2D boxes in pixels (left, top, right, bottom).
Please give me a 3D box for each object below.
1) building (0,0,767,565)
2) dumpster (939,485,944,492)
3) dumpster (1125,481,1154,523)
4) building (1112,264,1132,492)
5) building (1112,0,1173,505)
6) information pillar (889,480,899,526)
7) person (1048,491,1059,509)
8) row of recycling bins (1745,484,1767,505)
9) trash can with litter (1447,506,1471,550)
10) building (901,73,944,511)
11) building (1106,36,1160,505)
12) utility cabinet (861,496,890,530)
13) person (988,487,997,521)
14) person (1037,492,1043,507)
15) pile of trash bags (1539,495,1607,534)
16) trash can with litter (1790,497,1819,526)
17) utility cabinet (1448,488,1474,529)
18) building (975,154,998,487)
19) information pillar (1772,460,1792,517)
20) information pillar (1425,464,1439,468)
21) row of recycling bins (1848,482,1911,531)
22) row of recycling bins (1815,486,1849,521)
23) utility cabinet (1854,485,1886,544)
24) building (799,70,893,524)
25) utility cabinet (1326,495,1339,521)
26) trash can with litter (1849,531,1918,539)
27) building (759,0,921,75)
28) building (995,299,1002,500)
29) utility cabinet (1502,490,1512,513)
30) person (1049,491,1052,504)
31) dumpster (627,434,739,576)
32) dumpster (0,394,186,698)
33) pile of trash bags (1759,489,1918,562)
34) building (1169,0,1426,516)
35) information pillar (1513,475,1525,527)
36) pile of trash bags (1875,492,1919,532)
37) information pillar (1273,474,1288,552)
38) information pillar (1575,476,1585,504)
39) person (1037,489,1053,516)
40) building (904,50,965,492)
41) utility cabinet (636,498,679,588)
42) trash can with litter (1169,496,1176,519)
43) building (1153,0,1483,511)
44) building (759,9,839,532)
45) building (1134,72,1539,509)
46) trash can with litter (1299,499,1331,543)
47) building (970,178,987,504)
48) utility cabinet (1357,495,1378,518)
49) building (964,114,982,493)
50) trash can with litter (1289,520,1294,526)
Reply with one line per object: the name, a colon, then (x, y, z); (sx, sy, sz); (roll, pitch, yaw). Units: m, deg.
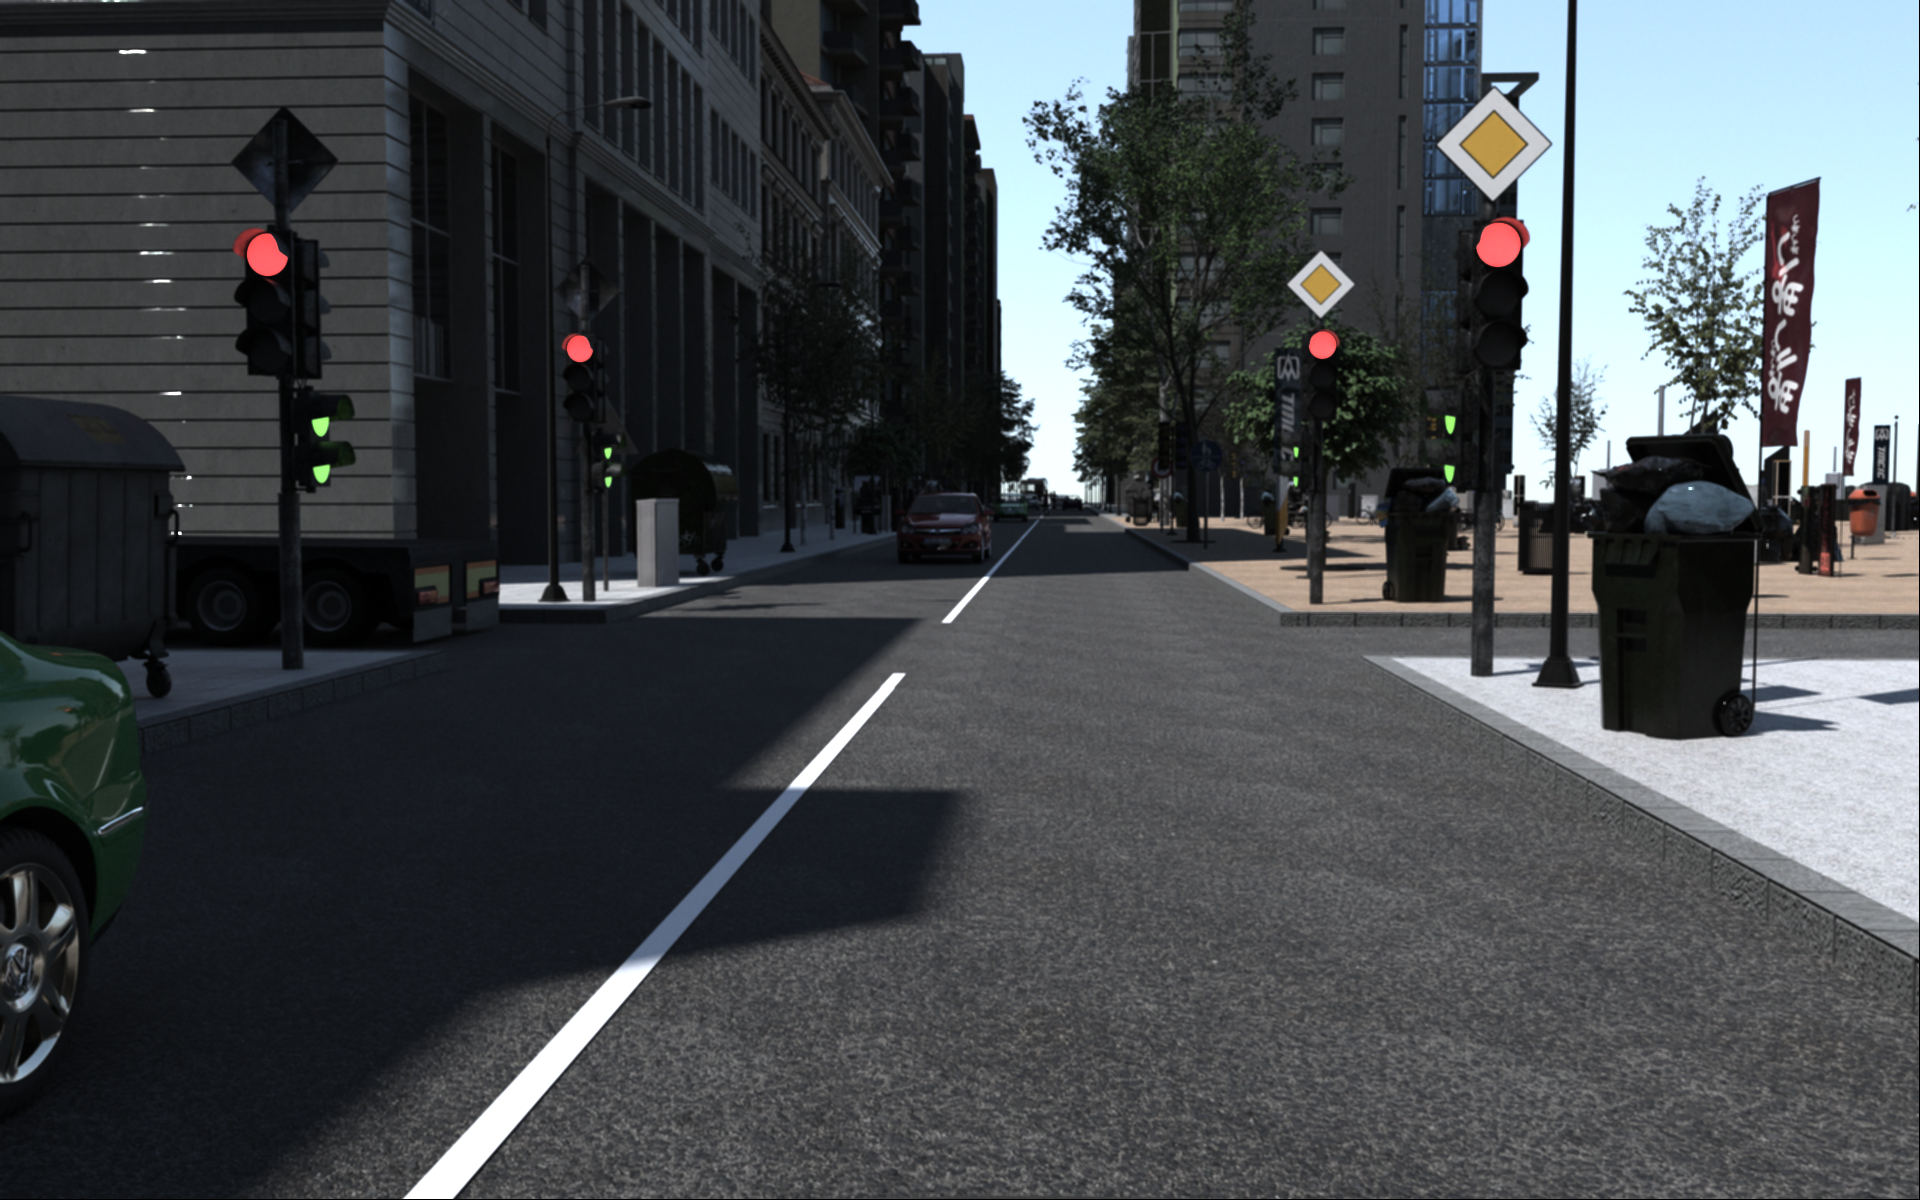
building: (-12.263, -15.924, 37.850); (11.434, 29.767, 29.804); (0, 4, 3)
dumpster: (-1.421, -4.595, 80.893); (1.264, 1.857, 1.865); (0, 4, 3)
dumpster: (8.121, -4.444, 78.411); (1.264, 1.857, 1.865); (0, 4, 3)
building: (26.036, -27.168, 215.899); (14.160, 30.474, 14.107); (0, 4, 3)
building: (28.042, -46.391, 196.743); (20.563, 71.187, 20.611); (0, 4, 3)
information pillar: (-2.668, -3.996, 69.819); (0.304, 2.012, 0.304); (3, 4, 37)
person: (8.916, -9.522, 164.897); (1.217, 1.736, 0.721); (-2, 4, -26)
row of recycling bins: (33.093, -4.065, 73.577); (3.534, 1.692, 1.069); (-3, 4, -38)
trash can with litter: (11.294, -1.743, 39.882); (0.624, 1.170, 1.055); (3, 5, 44)
building: (-17.151, -27.283, 137.950); (32.217, 40.220, 23.993); (0, 4, 3)
building: (31.560, -56.498, 236.414); (22.319, 86.520, 31.000); (0, 4, 3)
utility cabinet: (-2.988, -3.068, 61.318); (1.020, 1.237, 0.306); (0, 4, 8)
person: (1.725, -5.222, 93.855); (0.580, 1.828, 0.573); (2, 4, 31)
person: (7.755, -9.658, 167.872); (0.593, 1.643, 0.415); (-3, 5, -40)
pile of trash bags: (20.663, -2.893, 57.060); (3.447, 1.369, 1.912); (-3, 5, -41)
trash can with litter: (34.730, -3.673, 71.433); (1.055, 1.170, 0.624); (2, 4, 26)
utility cabinet: (18.046, -3.301, 62.645); (0.318, 1.500, 1.173); (-2, 4, -25)
building: (-2.143, -35.613, 232.388); (14.600, 45.320, 14.200); (0, 4, 3)
information pillar: (17.907, -2.035, 37.765); (0.304, 2.012, 0.304); (1, 4, 12)
information pillar: (10.578, -2.096, 38.767); (0.304, 2.012, 0.304); (0, 4, 5)
row of recycling bins: (32.206, -3.251, 60.274); (3.534, 1.692, 1.069); (-3, 5, -45)
row of recycling bins: (42.338, -4.686, 83.723); (1.069, 1.692, 3.534); (0, 4, -2)
utility cabinet: (23.177, -2.169, 44.143); (1.173, 1.500, 0.318); (-3, 5, -40)
building: (-10.015, -15.133, 83.587); (11.583, 22.565, 21.152); (0, 4, 3)
utility cabinet: (17.679, -4.376, 82.713); (1.020, 1.237, 0.306); (-3, 5, -41)
trash can with litter: (26.972, -2.428, 50.748); (1.678, 1.210, 2.233); (1, 4, 17)
building: (-14.089, -27.876, 110.396); (22.147, 44.769, 28.867); (0, 4, 3)
building: (-1.331, -29.094, 247.390); (14.160, 30.474, 14.107); (0, 4, 3)
utility cabinet: (27.878, -4.865, 88.221); (0.318, 1.500, 1.173); (2, 4, 27)
person: (12.687, -14.211, 240.859); (1.348, 1.822, 0.705); (-2, 4, -35)
dumpster: (-4.480, -1.553, 27.884); (1.502, 2.255, 1.985); (0, 4, 3)
dumpster: (-5.595, -0.271, 10.194); (1.264, 1.857, 1.865); (0, 4, 3)
pile of trash bags: (16.304, -1.456, 33.555); (3.447, 1.369, 1.912); (-1, 4, -15)
building: (19.819, -25.790, 105.269); (14.154, 41.232, 14.086); (0, 4, 3)
information pillar: (21.521, -3.802, 66.658); (0.304, 2.012, 0.304); (-1, 4, -20)
pile of trash bags: (35.172, -3.241, 62.745); (1.912, 1.369, 3.447); (0, 4, -3)
information pillar: (7.132, -2.874, 38.345); (0.183, 3.616, 0.504); (2, 4, 33)
information pillar: (24.745, -3.955, 69.157); (0.304, 2.012, 0.304); (0, 4, -6)
person: (5.690, -6.502, 115.495); (1.217, 1.739, 0.721); (-2, 4, -30)
building: (-6.998, -28.915, 156.360); (14.154, 41.232, 14.086); (0, 4, 3)
utility cabinet: (-4.231, -0.801, 24.252); (0.306, 1.237, 1.020); (1, 4, 9)
trash can with litter: (10.912, -4.860, 90.511); (1.678, 1.210, 2.233); (-2, 4, -29)
building: (25.699, -49.750, 126.081); (22.319, 86.520, 31.000); (0, 4, 3)
building: (-10.909, -12.165, 63.530); (10.561, 19.102, 19.286); (0, 4, 3)
building: (32.027, -28.302, 154.615); (32.217, 40.220, 23.993); (0, 4, 3)
trash can with litter: (9.360, -2.089, 45.543); (0.624, 1.170, 1.055); (2, 4, 30)
building: (-3.967, -32.715, 218.480); (14.154, 41.232, 14.086); (0, 4, 3)
utility cabinet: (21.610, -4.931, 91.783); (1.020, 1.237, 0.306); (2, 4, 25)
building: (-8.951, -33.155, 196.707); (22.147, 44.769, 28.867); (0, 4, 3)
trash can with litter: (13.136, -3.593, 70.125); (0.624, 1.170, 1.055); (-2, 4, -31)
